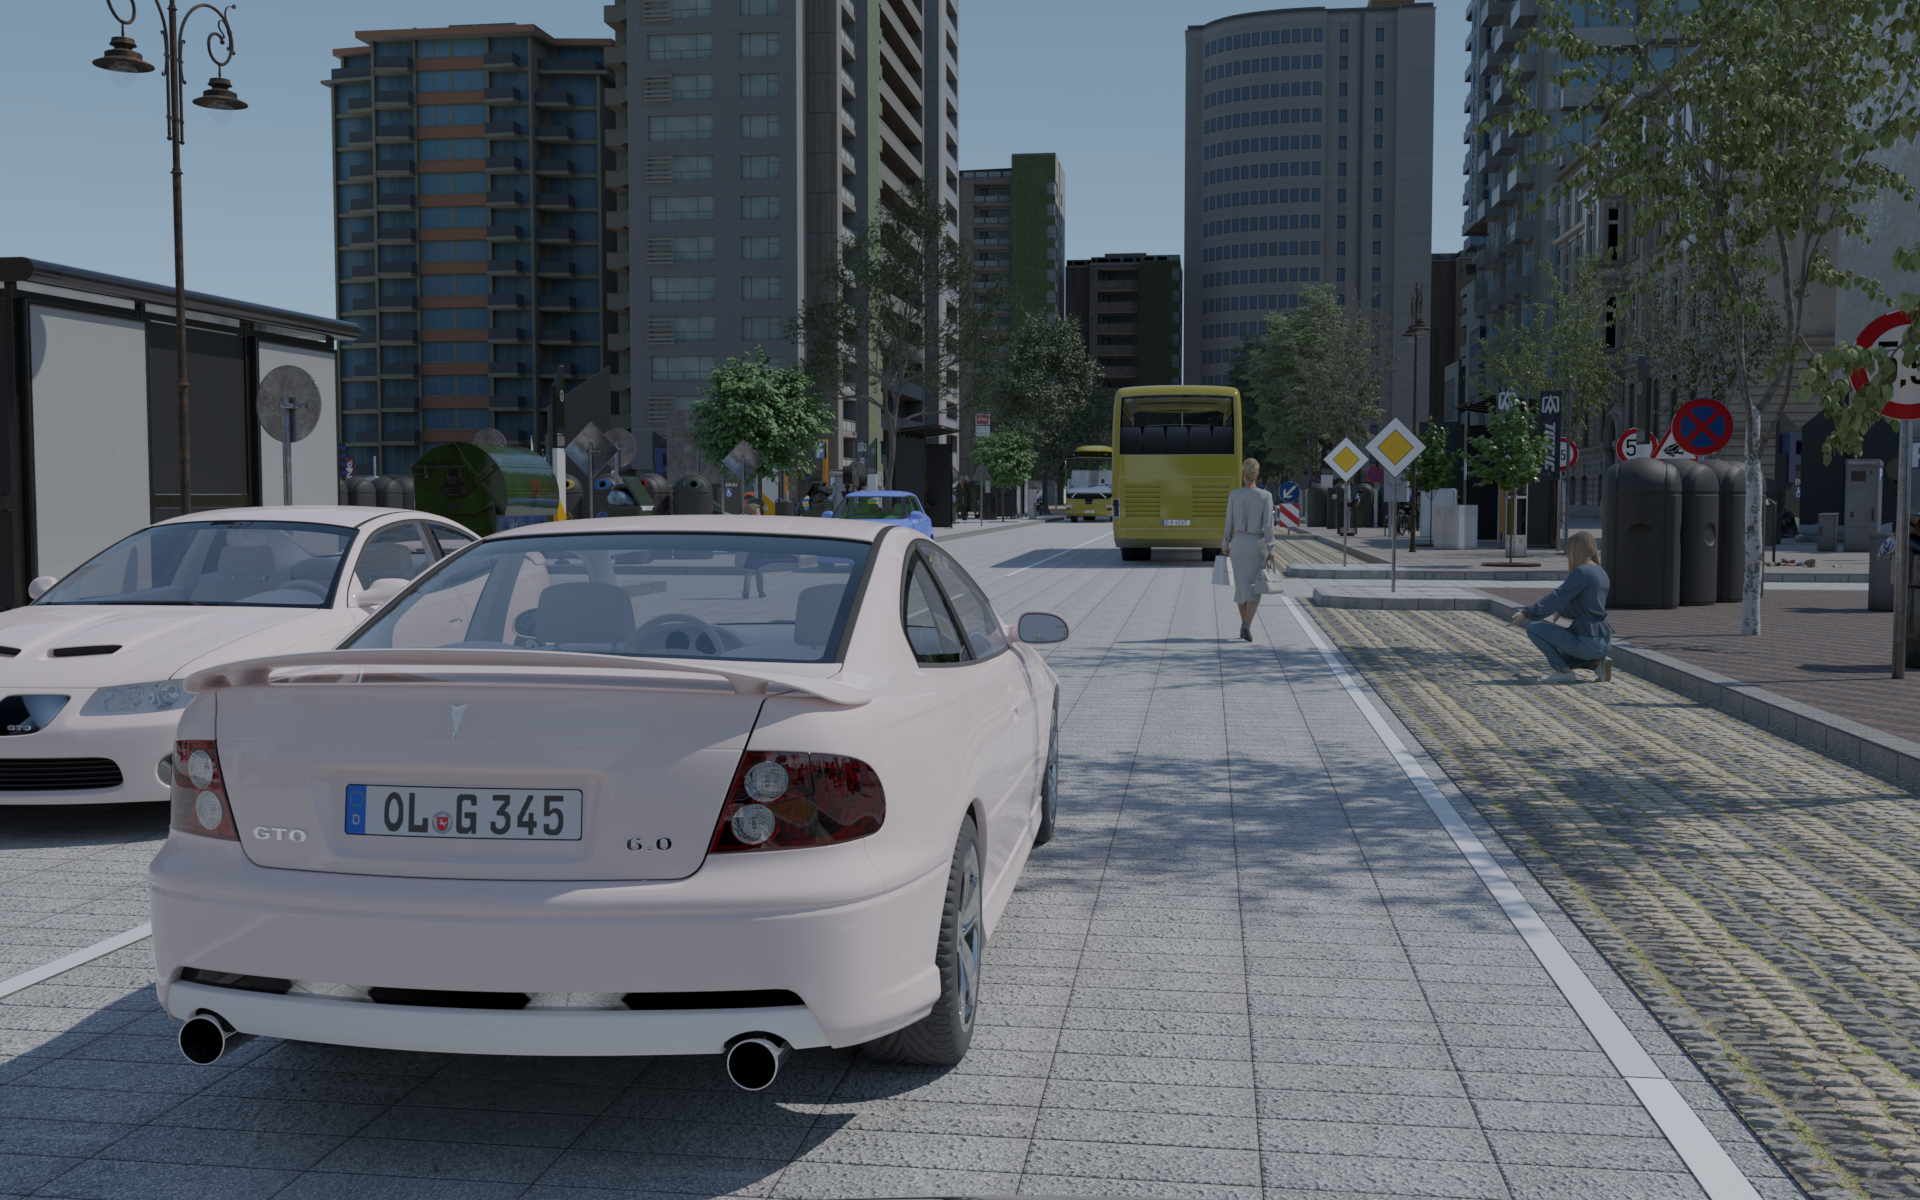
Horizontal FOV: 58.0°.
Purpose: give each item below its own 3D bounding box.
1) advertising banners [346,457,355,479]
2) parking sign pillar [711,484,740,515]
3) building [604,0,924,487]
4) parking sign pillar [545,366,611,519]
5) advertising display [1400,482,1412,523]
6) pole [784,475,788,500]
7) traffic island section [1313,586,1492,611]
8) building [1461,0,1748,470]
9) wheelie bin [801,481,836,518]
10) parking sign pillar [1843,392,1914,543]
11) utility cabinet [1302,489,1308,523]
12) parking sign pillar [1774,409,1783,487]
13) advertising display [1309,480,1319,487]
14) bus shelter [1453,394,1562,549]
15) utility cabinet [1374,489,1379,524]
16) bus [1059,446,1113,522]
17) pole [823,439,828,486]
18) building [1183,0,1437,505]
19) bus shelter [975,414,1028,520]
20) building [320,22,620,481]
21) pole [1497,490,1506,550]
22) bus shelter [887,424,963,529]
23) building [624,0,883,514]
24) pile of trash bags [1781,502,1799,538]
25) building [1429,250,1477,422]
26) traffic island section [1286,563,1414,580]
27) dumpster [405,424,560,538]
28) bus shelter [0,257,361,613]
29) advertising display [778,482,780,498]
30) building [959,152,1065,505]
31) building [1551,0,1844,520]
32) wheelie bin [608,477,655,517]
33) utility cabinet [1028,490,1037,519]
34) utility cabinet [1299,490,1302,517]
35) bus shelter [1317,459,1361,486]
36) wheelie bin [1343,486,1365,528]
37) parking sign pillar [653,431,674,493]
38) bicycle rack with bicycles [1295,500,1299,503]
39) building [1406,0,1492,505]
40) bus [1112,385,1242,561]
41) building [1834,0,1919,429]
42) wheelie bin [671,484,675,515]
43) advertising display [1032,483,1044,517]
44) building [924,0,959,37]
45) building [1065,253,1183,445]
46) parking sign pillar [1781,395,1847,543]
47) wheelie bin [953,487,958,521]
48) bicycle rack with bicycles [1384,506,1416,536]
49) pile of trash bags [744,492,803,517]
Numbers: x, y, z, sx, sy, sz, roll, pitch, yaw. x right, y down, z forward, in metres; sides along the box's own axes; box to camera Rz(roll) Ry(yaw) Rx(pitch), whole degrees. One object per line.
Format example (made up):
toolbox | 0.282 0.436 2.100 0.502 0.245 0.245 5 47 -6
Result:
advertising banners | -27.862 -5.198 81.176 2.074 3.025 0.090 0 4 4
parking sign pillar | -9.245 -4.872 68.133 1.447 3.967 1.447 2 4 35
building | -14.982 -31.234 134.372 21.300 48.544 21.600 0 4 8
parking sign pillar | -8.014 -2.929 36.369 1.447 3.967 1.447 -2 4 -26
advertising display | 20.077 -4.437 77.753 0.123 1.923 0.974 -2 4 -24
pole | -10.493 -6.753 104.247 0.158 3.312 0.155 0 3 0
traffic island section | 5.677 -0.021 22.619 2.009 0.180 2.903 0 4 8
building | 47.404 -30.365 116.069 23.786 49.044 30.456 0 4 8
wheelie bin | -3.527 -2.181 43.565 0.693 1.594 0.980 2 4 32
parking sign pillar | 22.486 -3.290 42.260 1.447 3.967 1.447 2 4 26
utility cabinet | 15.235 -4.068 75.199 0.318 1.500 1.173 0 4 0
parking sign pillar | 26.479 -4.068 54.992 1.447 3.967 1.447 -2 4 -27
advertising display | 16.721 -4.693 81.942 0.123 1.923 0.974 2 4 32
bus shelter | 13.773 -3.213 43.818 1.731 3.624 6.357 1 4 8
utility cabinet | 18.233 -3.995 74.002 1.173 1.500 0.318 -1 4 -23
bus | 7.392 -6.106 91.377 2.896 3.916 12.252 1 4 10
pole | -5.008 -4.320 64.483 0.158 3.312 0.155 0 3 0
building | 41.231 -40.808 209.216 28.212 58.520 21.231 0 4 8
bus shelter | 2.213 -6.821 89.163 2.179 5.291 8.768 0 4 8
building | -43.135 -31.177 164.367 28.867 44.769 22.147 0 4 8
pole | 12.509 -2.819 39.926 0.158 3.312 0.155 0 3 0
bus shelter | -1.198 -4.277 61.217 1.731 3.624 6.357 1 4 8
building | -13.372 -26.449 116.034 14.154 41.232 14.086 0 4 8
pile of trash bags | 24.029 -2.522 50.981 3.447 1.369 1.912 0 4 -2
building | 61.894 -26.507 205.086 14.107 30.474 14.160 0 4 8
traffic island section | 6.801 -0.504 30.524 2.009 0.180 2.903 0 4 8
dumpster | -6.635 -1.321 24.096 1.502 2.255 1.985 0 4 8
bus shelter | -8.987 -2.404 16.939 2.179 5.291 8.768 1 4 8
advertising display | -9.491 -5.217 90.509 0.123 1.923 0.974 0 4 -8
building | 5.359 -32.264 211.106 14.086 41.232 14.154 0 4 8
building | 37.489 -16.165 83.375 14.460 24.649 34.723 0 4 8
wheelie bin | -6.040 -1.457 31.736 0.693 1.594 0.980 1 4 14
utility cabinet | 3.694 -4.849 87.966 0.318 1.500 1.173 1 4 9
utility cabinet | 19.599 -5.441 97.638 1.173 1.500 0.318 -3 5 -40
bus shelter | 18.188 -5.443 82.918 2.014 3.302 5.546 1 4 8
wheelie bin | 14.968 -3.535 65.709 0.693 1.594 0.980 -1 4 -21
parking sign pillar | -12.338 -5.193 73.379 1.447 3.967 1.447 -1 4 -13
bicycle rack with bicycles | 20.937 -5.500 103.303 2.852 0.926 2.925 1 4 20
building | 51.191 -50.929 145.367 22.319 86.520 31.000 0 4 8
bus | 5.009 -2.956 39.882 2.896 3.916 12.252 0 4 7
building | 33.860 -11.660 45.400 16.860 20.320 10.420 0 4 8
wheelie bin | -8.485 -2.764 53.105 0.980 1.594 0.693 2 4 25
advertising display | 4.427 -5.662 97.788 0.123 1.923 0.974 -2 4 -34
building | -14.605 -37.829 160.503 28.212 58.520 21.231 0 4 8
building | 19.941 -26.847 210.647 14.107 30.474 14.160 0 4 8
parking sign pillar | 23.074 -3.524 46.091 1.447 3.967 1.447 -2 4 -25
wheelie bin | -0.536 -4.451 80.678 0.980 1.594 0.693 2 4 34
bicycle rack with bicycles | 14.044 -2.429 53.095 2.852 0.926 2.925 3 5 39
pile of trash bags | -8.351 -4.315 80.302 3.447 1.369 1.912 0 4 -1
